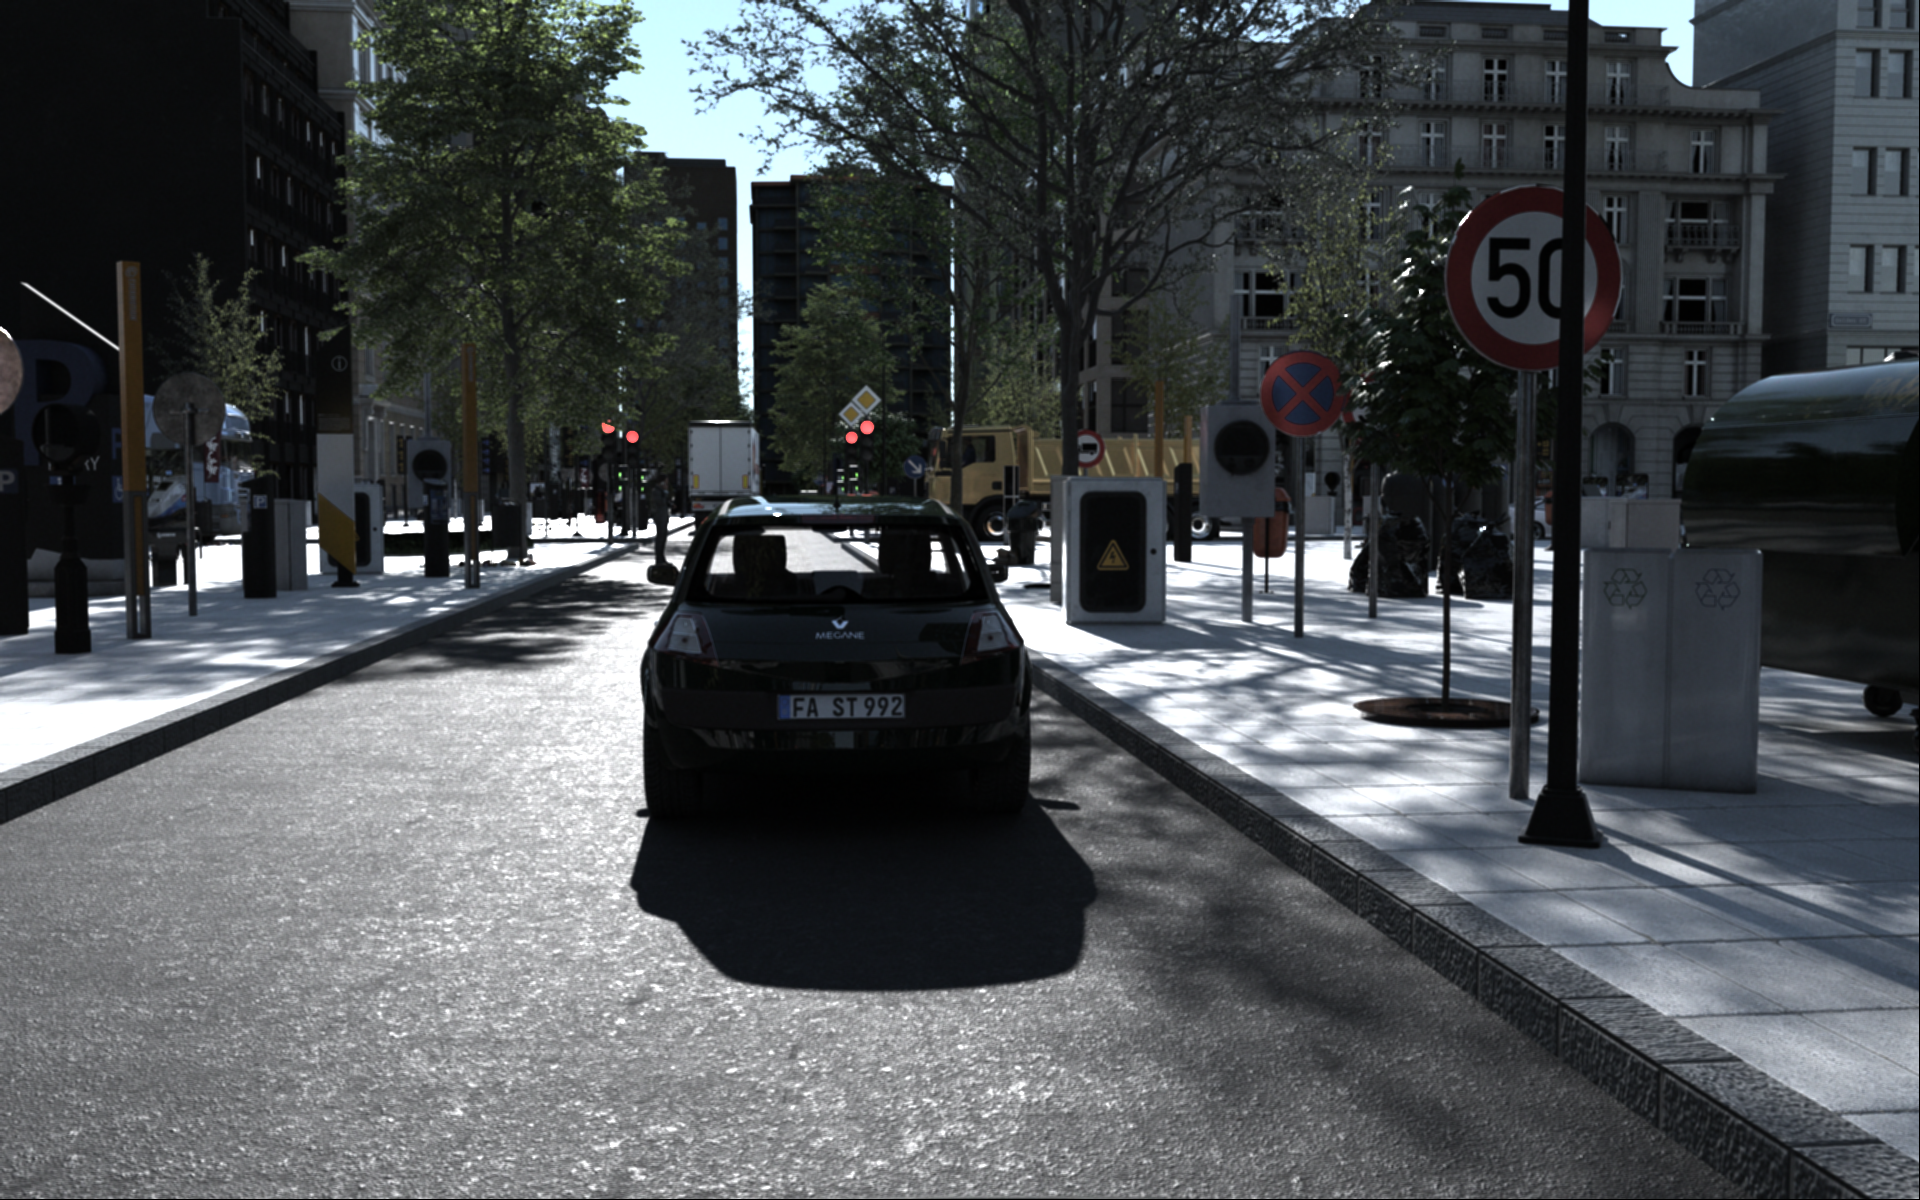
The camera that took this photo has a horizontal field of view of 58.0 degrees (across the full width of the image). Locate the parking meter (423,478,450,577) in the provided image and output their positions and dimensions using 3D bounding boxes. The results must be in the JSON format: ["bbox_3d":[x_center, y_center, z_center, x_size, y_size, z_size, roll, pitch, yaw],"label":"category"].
[{"bbox_3d":[-8.106,-1.125,26.807,0.372,1.533,0.369,0,3,0],"label":"parking meter"}]

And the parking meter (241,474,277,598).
[{"bbox_3d":[-8.676,-0.796,21.432,0.372,1.533,0.369,0,3,0],"label":"parking meter"}]

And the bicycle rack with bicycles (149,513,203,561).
[{"bbox_3d":[-15.782,-1.233,33.537,2.852,0.926,2.925,0,4,3],"label":"bicycle rack with bicycles"}]

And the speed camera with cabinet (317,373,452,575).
[{"bbox_3d":[-9.283,-2.056,27.949,2.038,3.252,0.660,-1,4,-19],"label":"speed camera with cabinet"}]

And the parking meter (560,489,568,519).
[{"bbox_3d":[-20.135,-4.890,88.369,0.372,1.533,0.369,0,3,0],"label":"parking meter"}]

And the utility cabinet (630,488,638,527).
[{"bbox_3d":[-12.640,-3.609,67.679,0.318,1.500,1.173,-2,4,-25],"label":"utility cabinet"}]

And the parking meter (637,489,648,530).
[{"bbox_3d":[-11.461,-3.312,62.563,0.372,1.533,0.369,0,3,0],"label":"parking meter"}]

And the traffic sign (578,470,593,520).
[{"bbox_3d":[-18.796,-5.312,86.957,0.768,2.556,0.104,0,4,0],"label":"traffic sign"}]

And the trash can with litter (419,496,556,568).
[{"bbox_3d":[-8.485,-1.215,30.921,2.233,1.210,1.678,0,4,-8],"label":"trash can with litter"}]

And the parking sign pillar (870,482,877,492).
[{"bbox_3d":[-4.884,-6.725,98.431,1.447,3.967,1.447,-3,5,-40],"label":"parking sign pillar"}]

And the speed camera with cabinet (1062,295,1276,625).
[{"bbox_3d":[2.053,-1.394,17.120,2.038,3.252,0.660,0,4,0],"label":"speed camera with cabinet"}]

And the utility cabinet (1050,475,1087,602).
[{"bbox_3d":[1.429,-0.736,20.709,0.318,1.500,1.173,1,4,23],"label":"utility cabinet"}]

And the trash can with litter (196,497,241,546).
[{"bbox_3d":[-18.498,-1.957,43.058,2.233,1.210,1.678,0,4,-6],"label":"trash can with litter"}]

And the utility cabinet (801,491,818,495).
[{"bbox_3d":[-10.879,-7.115,125.014,1.173,1.500,0.318,0,4,5],"label":"utility cabinet"}]

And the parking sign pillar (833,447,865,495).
[{"bbox_3d":[-5.513,-5.703,81.710,1.447,3.967,1.447,-2,4,-31],"label":"parking sign pillar"}]

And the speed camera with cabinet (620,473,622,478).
[{"bbox_3d":[-14.253,-4.897,74.395,0.660,3.252,2.038,1,4,20],"label":"speed camera with cabinet"}]

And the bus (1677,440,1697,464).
[{"bbox_3d":[28.148,-3.718,52.331,12.252,3.916,2.896,0,4,-8],"label":"bus"}]

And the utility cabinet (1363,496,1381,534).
[{"bbox_3d":[13.285,-2.720,55.627,0.306,1.237,1.020,3,4,38],"label":"utility cabinet"}]

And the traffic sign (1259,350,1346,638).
[{"bbox_3d":[3.036,-0.938,15.439,0.768,2.556,0.104,0,4,0],"label":"traffic sign"}]

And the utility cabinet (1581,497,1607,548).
[{"bbox_3d":[15.128,-1.812,40.794,1.020,1.237,0.306,2,4,28],"label":"utility cabinet"}]

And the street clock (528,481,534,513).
[{"bbox_3d":[-24.267,-5.725,98.180,0.358,2.002,0.471,1,4,18],"label":"street clock"}]

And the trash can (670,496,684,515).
[{"bbox_3d":[-17.876,-5.880,107.798,0.748,1.137,0.748,0,3,0],"label":"trash can"}]

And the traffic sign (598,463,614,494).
[{"bbox_3d":[-14.364,-4.318,70.704,0.768,2.556,0.104,0,4,-5],"label":"traffic sign"}]

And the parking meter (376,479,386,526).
[{"bbox_3d":[-23.188,-3.893,69.368,0.255,1.863,0.399,-2,4,-33],"label":"parking meter"}]

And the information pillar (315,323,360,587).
[{"bbox_3d":[-8.574,-1.985,23.817,0.504,3.616,0.183,0,4,-8],"label":"information pillar"}]

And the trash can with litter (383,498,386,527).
[{"bbox_3d":[-22.322,-3.321,65.692,1.055,1.170,0.624,0,4,2],"label":"trash can with litter"}]

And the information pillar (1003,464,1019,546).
[{"bbox_3d":[1.278,-2.365,43.152,0.304,2.012,0.304,2,4,26],"label":"information pillar"}]

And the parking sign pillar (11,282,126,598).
[{"bbox_3d":[-11.310,-2.051,22.011,1.447,3.967,1.447,0,4,5],"label":"parking sign pillar"}]

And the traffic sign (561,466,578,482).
[{"bbox_3d":[-16.870,-4.568,74.788,0.768,2.556,0.104,0,4,-2],"label":"traffic sign"}]

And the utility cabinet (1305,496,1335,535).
[{"bbox_3d":[11.326,-2.665,54.742,1.020,1.237,0.306,3,5,43],"label":"utility cabinet"}]

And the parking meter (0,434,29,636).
[{"bbox_3d":[-8.724,-0.615,15.770,0.255,1.863,0.399,3,4,36],"label":"parking meter"}]

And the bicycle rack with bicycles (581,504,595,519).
[{"bbox_3d":[-17.632,-4.616,88.847,2.925,0.926,2.852,1,4,11],"label":"bicycle rack with bicycles"}]

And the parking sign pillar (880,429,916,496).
[{"bbox_3d":[-2.347,-5.061,71.212,1.447,3.967,1.447,2,4,24],"label":"parking sign pillar"}]

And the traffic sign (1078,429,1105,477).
[{"bbox_3d":[2.465,-2.073,34.005,0.768,2.556,0.104,0,4,-4],"label":"traffic sign"}]

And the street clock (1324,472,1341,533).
[{"bbox_3d":[12.277,-3.215,57.132,0.471,2.002,0.358,3,4,38],"label":"street clock"}]

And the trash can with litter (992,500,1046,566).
[{"bbox_3d":[1.053,-1.217,31.277,0.624,1.170,1.055,2,4,32],"label":"trash can with litter"}]

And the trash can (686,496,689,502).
[{"bbox_3d":[-18.067,-6.220,113.354,0.748,1.137,0.748,0,3,0],"label":"trash can"}]

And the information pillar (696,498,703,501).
[{"bbox_3d":[-16.256,-7.149,108.243,0.504,3.616,0.183,-1,4,-20],"label":"information pillar"}]

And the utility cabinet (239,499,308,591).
[{"bbox_3d":[-9.219,-0.741,23.281,1.020,1.237,0.306,2,4,31],"label":"utility cabinet"}]

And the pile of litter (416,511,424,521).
[{"bbox_3d":[-25.297,-4.225,83.048,1.719,0.858,1.176,-2,4,-31],"label":"pile of litter"}]

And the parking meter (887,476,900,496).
[{"bbox_3d":[-2.177,-3.119,56.705,0.399,1.863,0.255,1,4,9],"label":"parking meter"}]

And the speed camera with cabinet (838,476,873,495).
[{"bbox_3d":[-3.998,-4.399,66.259,0.660,3.252,2.038,1,4,22],"label":"speed camera with cabinet"}]

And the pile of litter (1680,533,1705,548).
[{"bbox_3d":[10.138,-0.638,24.397,1.719,0.858,1.176,-1,4,-13],"label":"pile of litter"}]

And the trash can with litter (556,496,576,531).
[{"bbox_3d":[-14.760,-2.995,60.031,2.233,1.210,1.678,-3,5,-42],"label":"trash can with litter"}]

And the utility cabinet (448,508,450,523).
[{"bbox_3d":[-22.908,-3.976,76.168,1.020,1.237,0.306,2,4,25],"label":"utility cabinet"}]

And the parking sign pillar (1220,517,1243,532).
[{"bbox_3d":[9.552,-4.338,59.395,1.447,3.967,1.447,3,4,36],"label":"parking sign pillar"}]

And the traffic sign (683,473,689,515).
[{"bbox_3d":[-16.655,-6.389,104.558,0.768,2.556,0.104,0,4,-6],"label":"traffic sign"}]

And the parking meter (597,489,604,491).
[{"bbox_3d":[-19.434,-5.218,93.722,0.372,1.533,0.369,0,3,0],"label":"parking meter"}]

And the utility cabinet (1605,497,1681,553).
[{"bbox_3d":[8.988,-0.709,22.749,1.020,1.237,0.306,-2,4,-28],"label":"utility cabinet"}]

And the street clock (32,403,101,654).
[{"bbox_3d":[-7.164,-0.573,13.931,0.471,2.002,0.358,1,4,15],"label":"street clock"}]

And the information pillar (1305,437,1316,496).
[{"bbox_3d":[13.484,-4.619,66.876,0.183,3.616,0.504,-3,5,-43],"label":"information pillar"}]

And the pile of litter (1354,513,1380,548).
[{"bbox_3d":[10.021,-1.662,41.137,1.176,0.858,1.719,0,4,-4],"label":"pile of litter"}]

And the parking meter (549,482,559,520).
[{"bbox_3d":[-20.214,-4.928,86.283,0.399,1.863,0.255,-3,4,-39],"label":"parking meter"}]

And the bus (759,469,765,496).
[{"bbox_3d":[-18.607,-9.821,152.116,2.896,3.916,12.252,0,4,-6],"label":"bus"}]

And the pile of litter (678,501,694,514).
[{"bbox_3d":[-17.770,-5.996,111.995,1.176,0.858,1.719,-1,4,-9],"label":"pile of litter"}]

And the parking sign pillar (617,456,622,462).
[{"bbox_3d":[-21.396,-7.239,106.833,1.447,3.967,1.447,0,4,-8],"label":"parking sign pillar"}]

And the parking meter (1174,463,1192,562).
[{"bbox_3d":[4.231,-1.662,32.882,0.255,1.863,0.399,-1,4,-11],"label":"parking meter"}]
